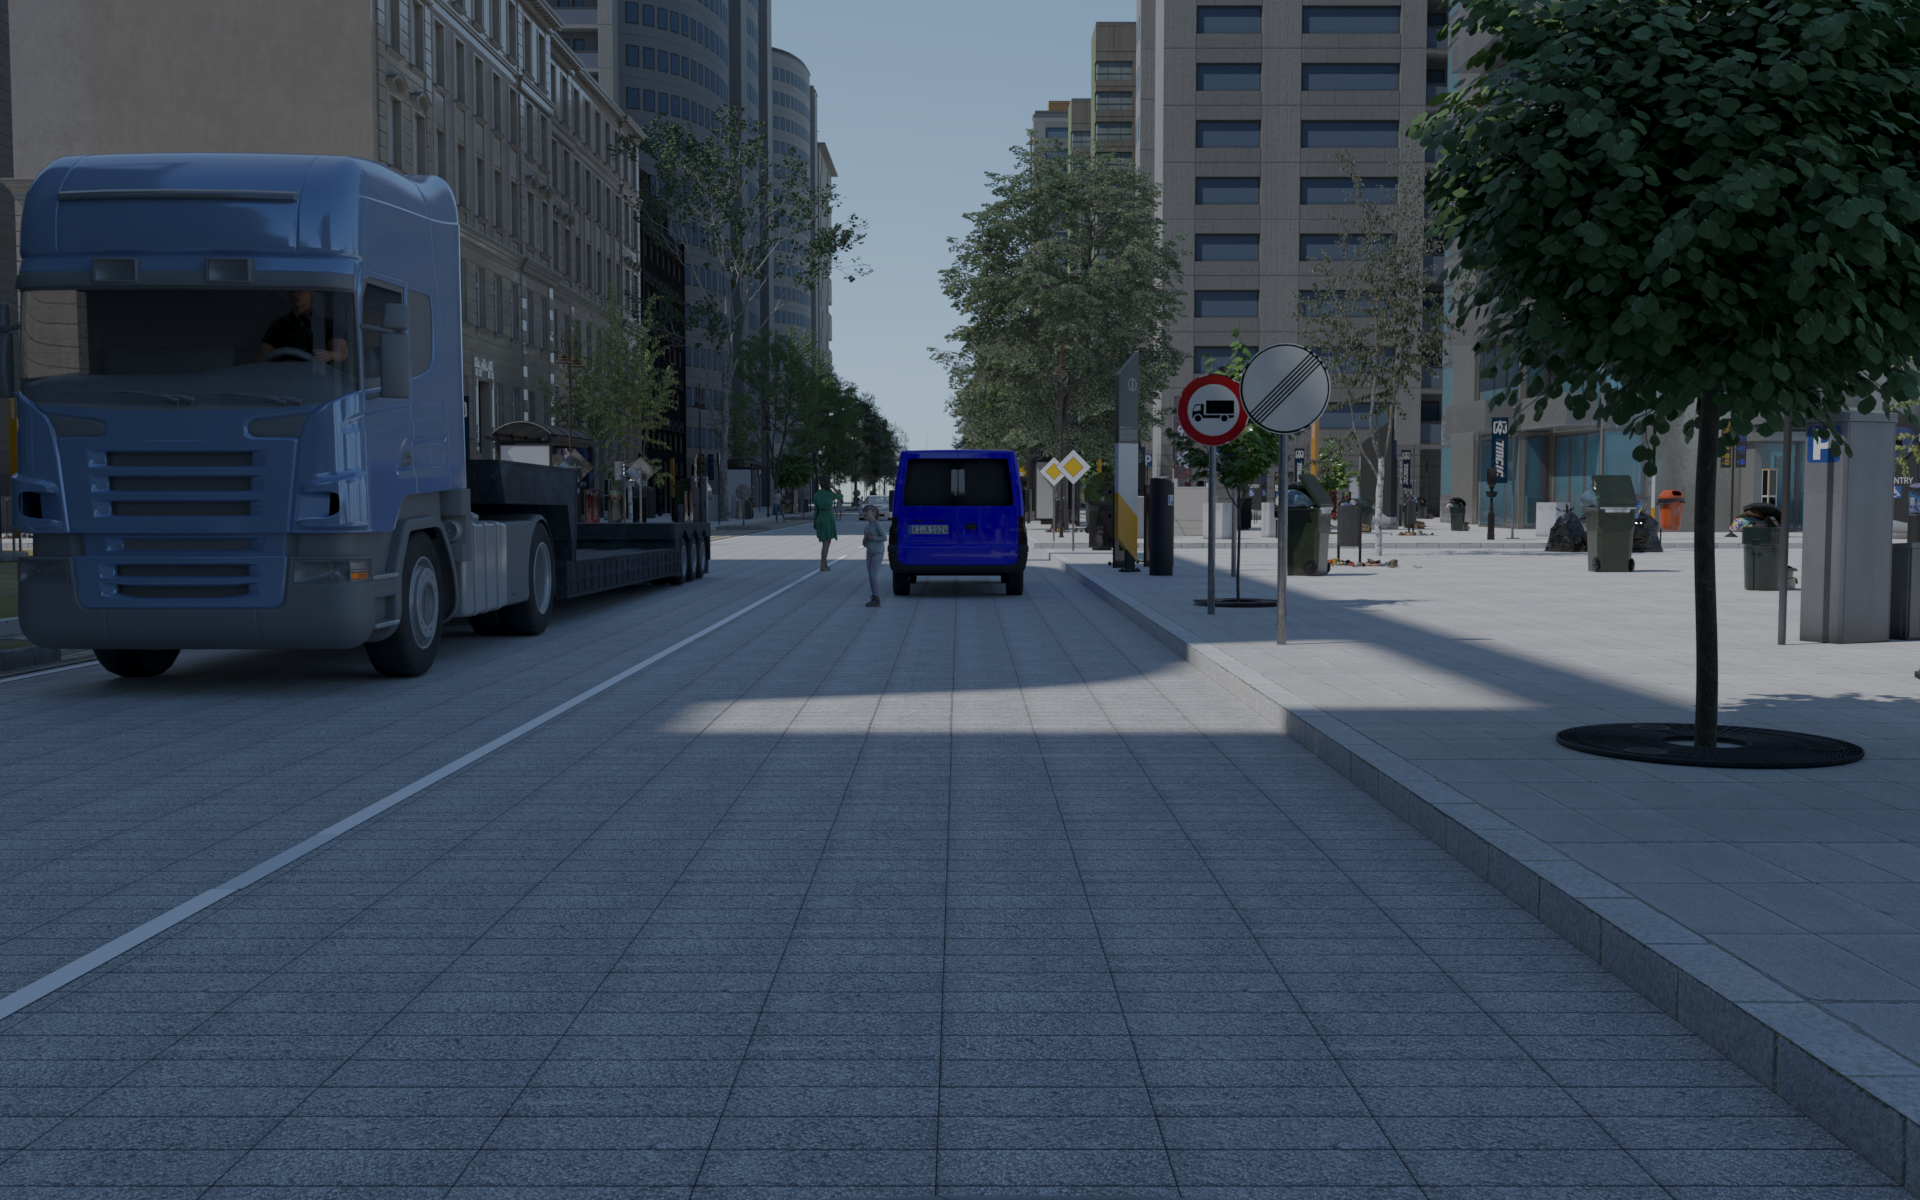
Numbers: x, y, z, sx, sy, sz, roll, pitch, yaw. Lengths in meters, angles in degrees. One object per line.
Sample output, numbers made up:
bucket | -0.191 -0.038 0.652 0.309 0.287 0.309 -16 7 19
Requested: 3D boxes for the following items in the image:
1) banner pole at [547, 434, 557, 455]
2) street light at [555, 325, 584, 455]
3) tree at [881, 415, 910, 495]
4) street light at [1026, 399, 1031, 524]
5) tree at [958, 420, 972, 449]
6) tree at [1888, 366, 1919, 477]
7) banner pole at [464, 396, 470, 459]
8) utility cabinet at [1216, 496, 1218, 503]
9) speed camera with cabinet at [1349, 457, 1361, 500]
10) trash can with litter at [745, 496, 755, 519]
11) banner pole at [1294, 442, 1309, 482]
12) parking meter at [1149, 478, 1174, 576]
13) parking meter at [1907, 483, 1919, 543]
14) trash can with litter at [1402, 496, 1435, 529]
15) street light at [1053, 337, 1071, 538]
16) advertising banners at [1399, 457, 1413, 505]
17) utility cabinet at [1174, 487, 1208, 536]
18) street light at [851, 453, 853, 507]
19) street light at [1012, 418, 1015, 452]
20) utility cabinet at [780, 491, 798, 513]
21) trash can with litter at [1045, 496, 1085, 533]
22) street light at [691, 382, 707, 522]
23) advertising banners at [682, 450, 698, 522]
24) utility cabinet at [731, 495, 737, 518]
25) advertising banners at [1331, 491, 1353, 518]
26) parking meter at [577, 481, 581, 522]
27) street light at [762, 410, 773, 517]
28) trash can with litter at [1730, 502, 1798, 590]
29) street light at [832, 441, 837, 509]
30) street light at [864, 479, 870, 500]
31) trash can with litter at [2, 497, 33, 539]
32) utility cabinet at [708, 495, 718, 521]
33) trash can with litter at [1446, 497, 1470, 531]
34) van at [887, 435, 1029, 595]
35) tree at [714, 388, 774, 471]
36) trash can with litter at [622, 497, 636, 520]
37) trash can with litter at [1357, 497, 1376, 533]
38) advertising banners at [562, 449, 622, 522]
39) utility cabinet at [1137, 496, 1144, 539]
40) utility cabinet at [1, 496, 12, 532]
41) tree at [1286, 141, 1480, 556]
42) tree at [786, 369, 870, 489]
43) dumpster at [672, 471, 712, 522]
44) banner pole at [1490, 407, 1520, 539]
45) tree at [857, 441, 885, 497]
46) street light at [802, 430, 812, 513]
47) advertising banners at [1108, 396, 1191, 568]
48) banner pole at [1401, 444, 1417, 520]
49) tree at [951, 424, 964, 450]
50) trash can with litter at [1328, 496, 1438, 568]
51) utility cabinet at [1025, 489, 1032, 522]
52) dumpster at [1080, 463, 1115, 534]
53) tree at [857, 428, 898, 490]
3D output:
banner pole | -15.099 -4.530 64.083 0.401 3.779 0.863 -3 5 -42
street light | -10.684 -4.569 47.491 0.468 5.910 1.993 0 3 0
tree | -11.668 -21.774 266.376 12.009 13.543 11.850 0 3 0
street light | 2.970 -6.245 74.888 0.468 5.910 1.993 0 3 0
tree | 3.437 -19.643 239.295 7.486 12.596 7.792 0 3 0
tree | 19.793 -5.128 34.208 4.737 8.622 4.395 0 3 0
banner pole | -11.358 -2.981 38.761 0.863 3.779 0.401 0 4 -2
utility cabinet | 10.335 -3.760 72.629 1.020 1.237 0.306 -2 4 -27
speed camera with cabinet | 21.487 -5.984 92.166 0.660 3.252 2.038 3 5 43
trash can with litter | -11.141 -4.798 89.839 1.055 1.170 0.624 3 4 38
banner pole | 16.459 -5.699 83.189 0.863 3.779 0.401 1 4 20
parking meter | 3.171 -1.153 27.270 0.372 1.533 0.369 0 3 0
parking meter | 20.956 -1.804 37.910 0.372 1.533 0.369 0 3 0
trash can with litter | 16.939 -3.243 64.407 0.624 1.170 1.055 -2 4 -27
street light | 2.994 -4.783 50.997 0.468 5.910 1.993 0 3 0
advertising banners | 21.116 -5.251 82.050 0.090 3.025 2.074 2 4 32
utility cabinet | 7.019 -2.708 52.949 1.173 1.500 0.318 1 4 16
street light | -10.662 -12.119 170.930 0.468 5.910 1.993 0 3 0
street light | 3.077 -7.674 98.256 0.468 5.910 1.993 0 3 0
utility cabinet | -11.741 -6.736 118.806 1.173 1.500 0.318 -2 4 -30
trash can with litter | 3.644 -2.889 58.295 1.678 1.210 2.233 2 4 34
street light | -10.717 -6.033 71.429 0.468 5.910 1.993 0 3 0
advertising banners | -10.681 -4.433 68.660 0.090 3.025 2.074 0 4 8
utility cabinet | -11.917 -4.916 91.536 0.306 1.237 1.020 0 4 -5
advertising banners | 18.750 -5.569 87.242 2.074 3.025 0.090 0 4 3
parking meter | -14.717 -3.710 66.366 0.255 1.863 0.399 1 4 18
street light | -10.616 -7.516 95.679 0.468 5.910 1.993 0 3 0
trash can with litter | 10.837 -0.727 23.271 0.624 1.170 1.055 3 5 45
street light | -10.697 -10.690 147.562 0.468 5.910 1.993 0 3 0
street light | -10.696 -13.548 194.297 0.468 5.910 1.993 0 3 0
trash can with litter | -27.642 -2.372 49.835 1.678 1.210 2.233 3 5 41
utility cabinet | -11.643 -4.363 82.489 1.020 1.237 0.306 -1 4 -17
trash can with litter | 17.334 -2.986 60.205 0.624 1.170 1.055 2 4 35
van | -0.024 -1.332 26.169 2.240 2.365 5.245 0 3 0
tree | -15.023 -10.254 118.007 4.737 8.622 4.395 0 3 0
trash can with litter | -16.713 -4.626 87.028 1.055 1.170 0.624 -1 4 -15
trash can with litter | 13.572 -2.837 57.778 0.624 1.170 1.055 1 4 11
advertising banners | -11.563 -3.567 54.503 2.074 3.025 0.090 -2 4 -29
utility cabinet | 5.204 -2.369 49.903 1.020 1.237 0.306 -2 4 -25
utility cabinet | -32.263 -2.927 59.020 0.306 1.237 1.020 2 4 33
tree | 8.711 -5.231 35.885 4.360 8.622 3.978 0 3 0
tree | -11.882 -14.554 156.088 7.486 12.596 7.792 0 3 0
dumpster | -11.491 -4.387 74.223 1.502 2.255 1.985 0 4 0
banner pole | 15.595 -3.641 49.545 0.863 3.779 0.401 1 4 22
tree | -10.941 -15.163 198.281 4.360 8.622 3.978 0 3 0
street light | -10.657 -8.945 119.046 0.468 5.910 1.993 0 3 0
advertising banners | 3.404 -2.099 30.506 2.074 3.025 0.090 -3 4 -38
banner pole | 22.376 -5.890 86.324 0.863 3.779 0.401 0 4 1
tree | 4.139 -16.924 187.084 12.009 13.543 11.850 0 3 0
trash can with litter | 7.139 -1.202 30.716 1.678 1.210 2.233 -3 4 -36
utility cabinet | 2.942 -4.319 79.294 0.318 1.500 1.173 1 4 22
dumpster | 4.651 -3.242 55.495 1.502 2.255 1.985 0 3 0
tree | -11.356 -17.488 220.339 7.601 10.594 8.767 -3 5 -42
